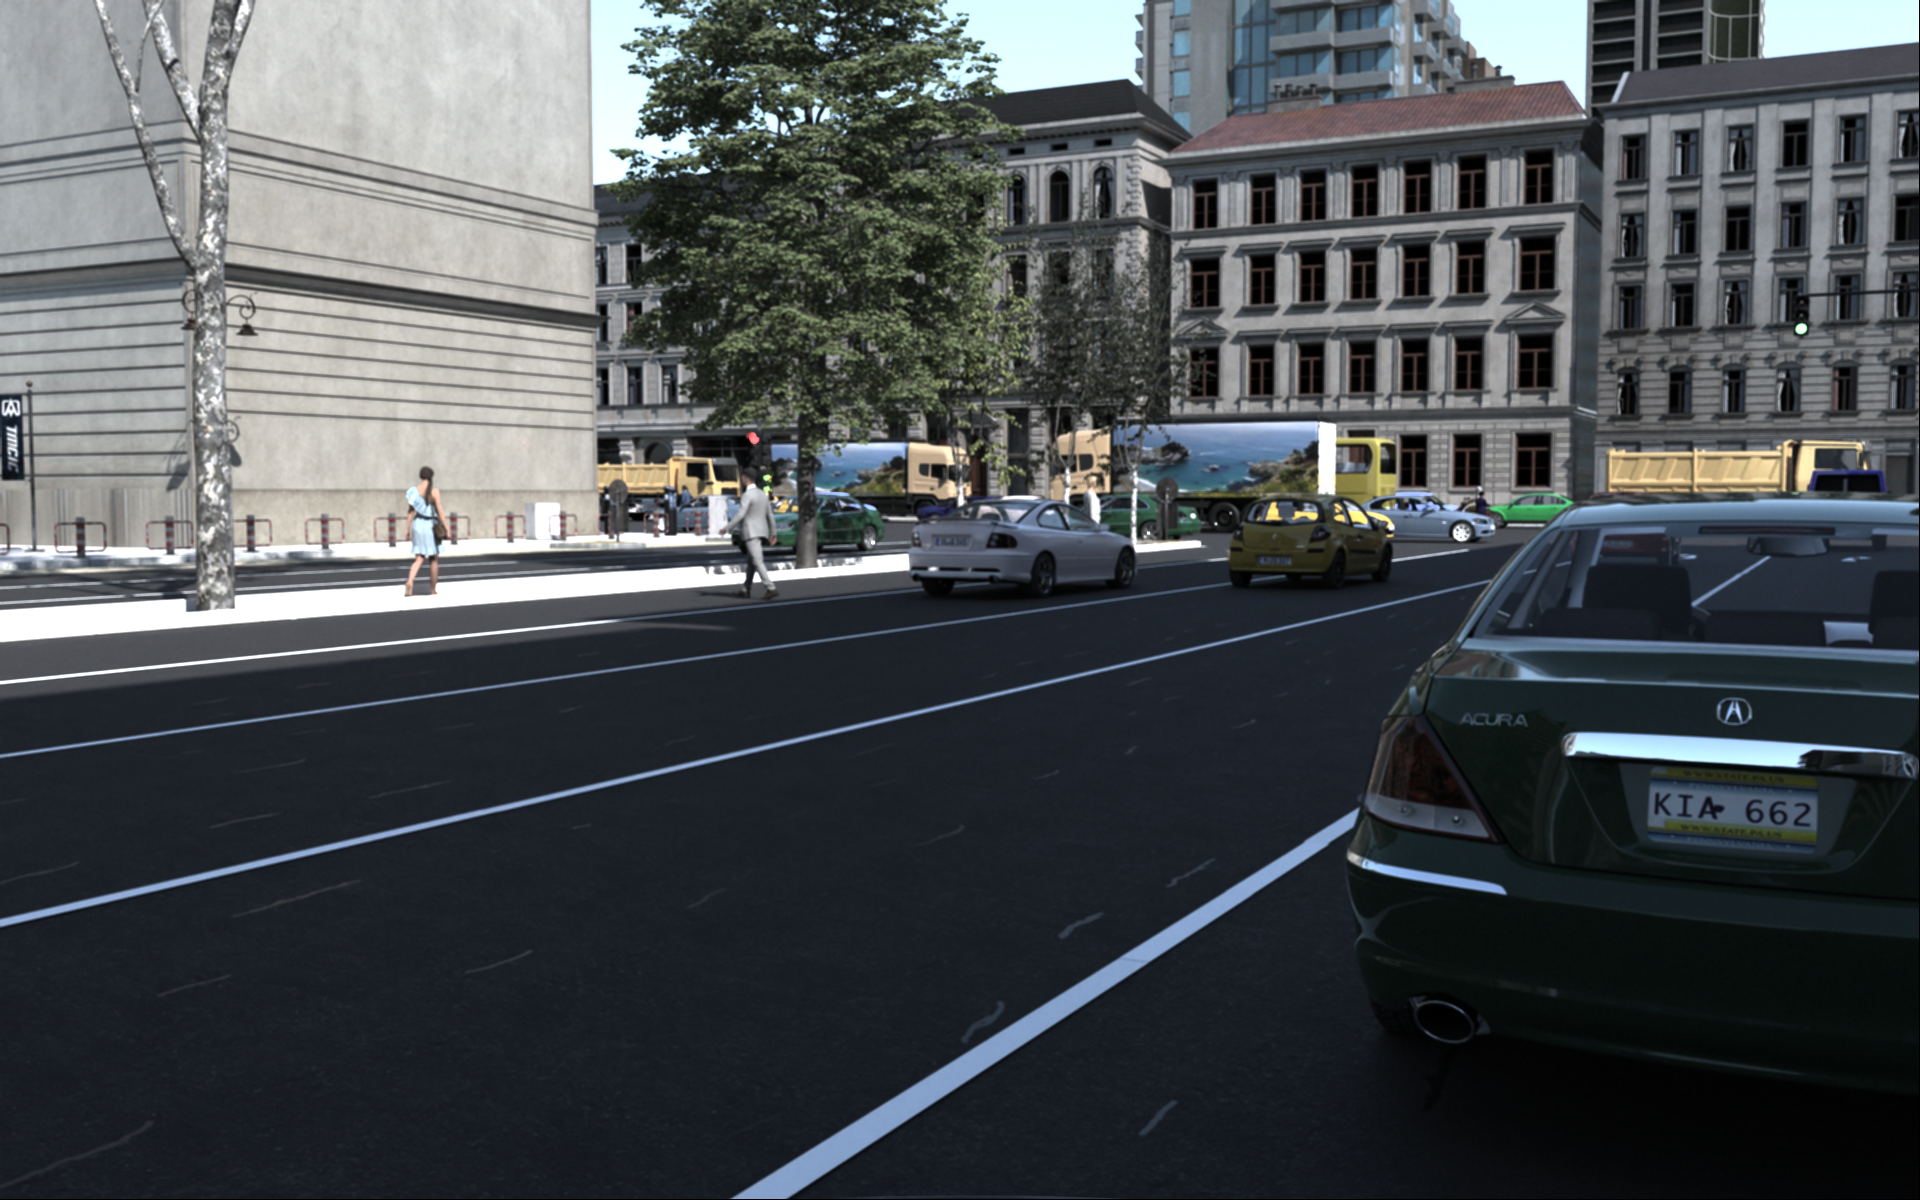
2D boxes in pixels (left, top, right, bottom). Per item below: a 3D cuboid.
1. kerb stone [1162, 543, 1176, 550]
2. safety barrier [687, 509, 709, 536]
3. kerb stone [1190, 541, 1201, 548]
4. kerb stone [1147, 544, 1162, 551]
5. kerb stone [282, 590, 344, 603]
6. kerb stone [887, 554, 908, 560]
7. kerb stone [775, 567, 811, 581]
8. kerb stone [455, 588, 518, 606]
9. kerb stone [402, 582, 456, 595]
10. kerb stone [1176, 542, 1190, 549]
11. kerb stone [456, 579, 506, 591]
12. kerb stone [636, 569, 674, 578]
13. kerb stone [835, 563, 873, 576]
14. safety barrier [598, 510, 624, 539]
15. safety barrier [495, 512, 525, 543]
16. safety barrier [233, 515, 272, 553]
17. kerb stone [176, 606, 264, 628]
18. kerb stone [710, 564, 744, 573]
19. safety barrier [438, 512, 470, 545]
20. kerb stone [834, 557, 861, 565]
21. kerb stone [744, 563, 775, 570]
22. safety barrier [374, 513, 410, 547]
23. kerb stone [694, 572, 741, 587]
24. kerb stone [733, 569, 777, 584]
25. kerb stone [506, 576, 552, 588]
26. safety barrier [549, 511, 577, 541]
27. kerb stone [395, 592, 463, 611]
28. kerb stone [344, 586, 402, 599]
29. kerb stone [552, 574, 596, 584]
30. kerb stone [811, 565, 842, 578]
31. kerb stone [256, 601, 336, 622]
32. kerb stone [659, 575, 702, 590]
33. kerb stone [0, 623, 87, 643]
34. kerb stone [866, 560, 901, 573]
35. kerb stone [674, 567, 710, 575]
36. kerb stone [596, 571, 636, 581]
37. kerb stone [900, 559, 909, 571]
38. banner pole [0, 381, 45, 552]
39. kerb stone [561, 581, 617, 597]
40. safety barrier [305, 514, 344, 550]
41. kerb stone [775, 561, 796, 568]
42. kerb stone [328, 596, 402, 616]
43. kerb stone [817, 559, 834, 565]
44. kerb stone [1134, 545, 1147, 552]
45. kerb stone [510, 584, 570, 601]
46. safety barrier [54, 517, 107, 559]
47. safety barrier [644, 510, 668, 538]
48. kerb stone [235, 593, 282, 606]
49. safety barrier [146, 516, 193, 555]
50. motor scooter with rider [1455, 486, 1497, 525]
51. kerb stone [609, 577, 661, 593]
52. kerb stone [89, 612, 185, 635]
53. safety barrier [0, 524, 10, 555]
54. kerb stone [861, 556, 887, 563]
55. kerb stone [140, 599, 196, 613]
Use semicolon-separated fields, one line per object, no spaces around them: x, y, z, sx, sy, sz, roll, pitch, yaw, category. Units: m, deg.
5.267;-1.367;44.567;0.120;0.150;1.000;2;4;28;kerb stone
-7.964;-2.348;52.657;0.300;0.817;1.120;2;4;28;safety barrier
6.217;-1.480;46.400;0.120;0.150;1.000;2;4;28;kerb stone
4.793;-1.312;43.654;0.120;0.150;1.000;2;4;28;kerb stone
-8.546;-0.033;22.729;0.120;0.150;1.000;2;4;28;kerb stone
-1.378;-0.864;36.411;0.120;0.150;1.000;2;4;28;kerb stone
-2.868;-0.416;29.047;0.120;0.150;1.000;2;4;28;kerb stone
-6.206;-0.025;22.658;0.120;0.150;1.000;2;4;28;kerb stone
-7.586;-0.144;24.554;0.120;0.150;1.000;2;4;28;kerb stone
5.744;-1.425;45.487;0.120;0.150;1.000;2;4;28;kerb stone
-7.108;-0.200;25.464;0.120;0.150;1.000;2;4;28;kerb stone
-5.200;-0.419;29.109;0.120;0.150;1.000;2;4;28;kerb stone
-1.904;-0.528;30.868;0.120;0.150;1.000;2;4;28;kerb stone
-9.870;-2.125;49.024;0.300;0.817;1.120;2;4;28;safety barrier
-11.782;-1.902;45.374;0.300;0.817;1.120;2;4;28;safety barrier
-15.600;-1.457;38.096;0.300;0.817;1.120;2;4;28;safety barrier
-8.123;0.195;19.003;0.120;0.150;1.000;2;4;28;kerb stone
-4.237;-0.528;30.928;0.120;0.150;1.000;2;4;28;kerb stone
-12.733;-1.791;43.560;0.300;0.817;1.120;2;4;28;safety barrier
-2.333;-0.751;34.585;0.120;0.150;1.000;2;4;28;kerb stone
-3.771;-0.590;31.845;0.120;0.150;1.000;2;4;28;kerb stone
-13.683;-1.680;41.738;0.300;0.817;1.120;2;4;28;safety barrier
-3.826;-0.306;27.217;0.120;0.150;1.000;2;4;28;kerb stone
-3.341;-0.363;28.123;0.120;0.150;1.000;2;4;28;kerb stone
-6.634;-0.254;26.376;0.120;0.150;1.000;2;4;28;kerb stone
-10.820;-2.014;47.209;0.300;0.817;1.120;2;4;28;safety barrier
-6.678;0.028;21.745;0.120;0.150;1.000;2;4;28;kerb stone
-8.069;-0.086;23.645;0.120;0.150;1.000;2;4;28;kerb stone
-6.153;-0.311;27.285;0.120;0.150;1.000;2;4;28;kerb stone
-2.393;-0.474;29.959;0.120;0.150;1.000;2;4;28;kerb stone
-7.647;0.140;19.922;0.120;0.150;1.000;2;4;28;kerb stone
-4.303;-0.251;26.304;0.120;0.150;1.000;2;4;28;kerb stone
-9.074;0.312;17.178;0.120;0.150;1.000;2;4;28;kerb stone
-1.426;-0.586;31.784;0.120;0.150;1.000;2;4;28;kerb stone
-4.721;-0.479;30.021;0.120;0.150;1.000;2;4;28;kerb stone
-5.673;-0.365;28.194;0.120;0.150;1.000;2;4;28;kerb stone
-0.956;-0.642;32.699;0.120;0.150;1.000;2;4;28;kerb stone
-20.839;-2.961;38.428;0.863;3.779;0.401;-1;4;-10;banner pole
-5.254;-0.140;24.482;0.120;0.150;1.000;2;4;28;kerb stone
-14.637;-1.569;39.925;0.300;0.817;1.120;2;4;28;safety barrier
-3.284;-0.639;32.760;0.120;0.150;1.000;2;4;28;kerb stone
-7.162;0.083;20.836;0.120;0.150;1.000;2;4;28;kerb stone
-2.814;-0.700;33.673;0.120;0.150;1.000;2;4;28;kerb stone
4.311;-1.257;42.745;0.120;0.150;1.000;2;4;28;kerb stone
-5.725;-0.084;23.566;0.120;0.150;1.000;2;4;28;kerb stone
-17.497;-1.235;34.465;0.300;0.817;1.120;2;4;28;safety barrier
-8.916;-2.237;50.843;0.300;0.817;1.120;2;4;28;safety barrier
-9.022;0.024;21.805;0.120;0.150;1.000;2;4;28;kerb stone
-16.550;-1.346;36.282;0.300;0.817;1.120;2;4;28;safety barrier
20.052;-3.601;67.848;1.986;1.779;0.876;2;4;26;motor scooter with rider
-4.779;-0.196;25.393;0.120;0.150;1.000;2;4;28;kerb stone
-8.599;0.254;18.092;0.120;0.150;1.000;2;4;28;kerb stone
-18.450;-1.124;32.647;0.300;0.817;1.120;2;4;28;safety barrier
-1.858;-0.805;35.501;0.120;0.150;1.000;2;4;28;kerb stone
-9.502;0.080;20.893;0.120;0.150;1.000;2;4;28;kerb stone
